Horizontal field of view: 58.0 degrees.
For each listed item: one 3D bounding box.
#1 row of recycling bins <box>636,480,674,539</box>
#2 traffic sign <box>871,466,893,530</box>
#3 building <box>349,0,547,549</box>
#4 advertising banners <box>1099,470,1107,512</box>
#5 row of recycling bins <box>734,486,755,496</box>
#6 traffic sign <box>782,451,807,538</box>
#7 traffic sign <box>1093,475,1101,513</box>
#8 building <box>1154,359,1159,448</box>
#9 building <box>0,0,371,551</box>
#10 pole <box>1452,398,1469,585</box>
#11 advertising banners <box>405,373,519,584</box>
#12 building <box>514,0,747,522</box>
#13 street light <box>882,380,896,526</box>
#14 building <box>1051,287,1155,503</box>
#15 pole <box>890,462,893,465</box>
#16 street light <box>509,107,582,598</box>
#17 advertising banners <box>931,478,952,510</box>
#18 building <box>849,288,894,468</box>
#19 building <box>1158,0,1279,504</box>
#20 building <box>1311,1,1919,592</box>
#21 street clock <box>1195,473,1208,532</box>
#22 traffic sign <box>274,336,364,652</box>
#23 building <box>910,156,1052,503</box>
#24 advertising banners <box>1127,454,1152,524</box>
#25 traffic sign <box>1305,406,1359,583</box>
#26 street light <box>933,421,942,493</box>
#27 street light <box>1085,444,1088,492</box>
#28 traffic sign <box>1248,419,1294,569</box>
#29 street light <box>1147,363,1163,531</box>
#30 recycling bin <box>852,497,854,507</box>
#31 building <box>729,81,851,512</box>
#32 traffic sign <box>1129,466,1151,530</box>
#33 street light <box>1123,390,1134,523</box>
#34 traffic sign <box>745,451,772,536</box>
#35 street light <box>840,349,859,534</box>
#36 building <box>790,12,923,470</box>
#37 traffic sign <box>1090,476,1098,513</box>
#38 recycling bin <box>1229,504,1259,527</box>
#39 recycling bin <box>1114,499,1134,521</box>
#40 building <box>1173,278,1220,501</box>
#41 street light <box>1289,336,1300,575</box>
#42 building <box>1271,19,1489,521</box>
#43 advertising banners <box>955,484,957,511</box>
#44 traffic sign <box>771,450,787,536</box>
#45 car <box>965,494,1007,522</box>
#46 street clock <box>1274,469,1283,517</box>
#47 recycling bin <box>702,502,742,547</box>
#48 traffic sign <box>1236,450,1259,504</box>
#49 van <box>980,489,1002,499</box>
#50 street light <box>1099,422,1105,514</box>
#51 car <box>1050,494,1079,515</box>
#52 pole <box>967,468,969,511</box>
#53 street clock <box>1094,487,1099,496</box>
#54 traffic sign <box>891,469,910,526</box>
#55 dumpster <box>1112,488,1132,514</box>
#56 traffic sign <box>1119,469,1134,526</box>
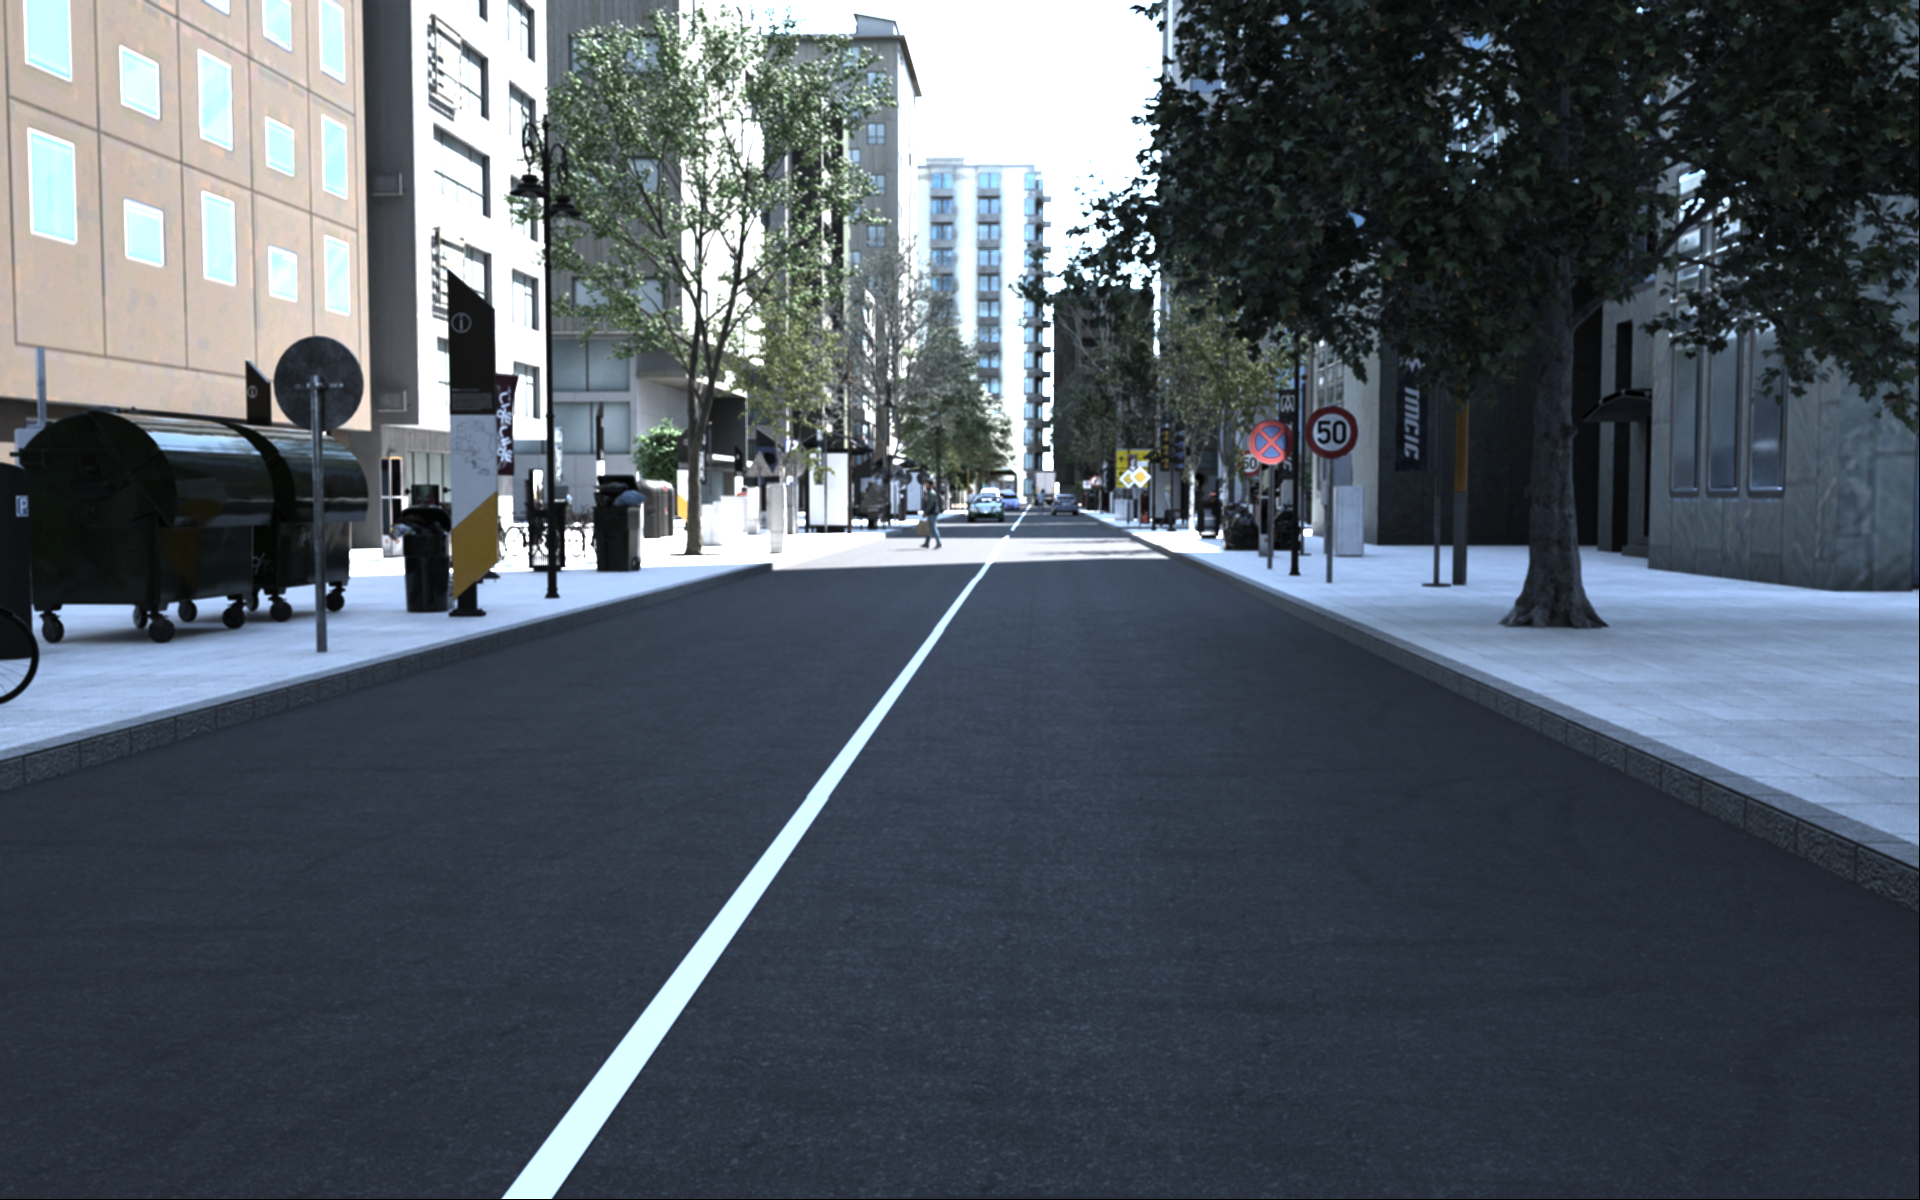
[{"bbox_3d":[-9.062,-2.673,50.813,1.069,1.692,3.534,0,4,-1],"label":"row of recycling bins"},{"bbox_3d":[-2.780,-3.573,62.055,0.795,2.450,0.064,0,4,3],"label":"traffic sign"},{"bbox_3d":[-19.106,-22.177,46.196,14.086,41.232,14.154,0,4,3],"label":"building"},{"bbox_3d":[10.465,-7.854,124.597,0.090,3.025,2.074,2,4,30],"label":"advertising banners"},{"bbox_3d":[-14.055,-6.282,109.821,3.534,1.692,1.069,1,4,14],"label":"row of recycling bins"},{"bbox_3d":[-4.859,-3.093,50.679,0.768,2.556,0.104,0,4,4],"label":"traffic sign"},{"bbox_3d":[9.303,-7.061,115.456,0.884,2.594,0.081,1,4,12],"label":"traffic sign"},{"bbox_3d":[41.674,-24.646,248.000,28.899,21.520,27.650,0,4,3],"label":"building"},{"bbox_3d":[-20.506,-23.303,31.109,14.600,45.320,14.200,0,4,3],"label":"building"},{"bbox_3d":[7.065,-1.869,24.400,0.158,3.312,0.155,0,3,0],"label":"pole"},{"bbox_3d":[-7.014,-1.736,24.579,0.090,3.025,2.074,2,4,33],"label":"advertising banners"},{"bbox_3d":[-25.357,-30.685,90.942,28.713,52.752,27.495,0,4,3],"label":"building"},{"bbox_3d":[-2.875,-5.964,70.295,0.468,5.910,1.993,0,4,3],"label":"street light"},{"bbox_3d":[19.932,-28.823,242.949,14.107,30.474,14.160,0,4,3],"label":"building"},{"bbox_3d":[-4.207,-6.897,106.614,0.158,3.312,0.155,0,3,0],"label":"pole"},{"bbox_3d":[-5.037,-2.963,21.226,0.468,5.910,1.993,0,4,3],"label":"street light"},{"bbox_3d":[-1.489,-8.851,140.908,2.074,3.025,0.090,2,4,28],"label":"advertising banners"},{"bbox_3d":[-21.116,-19.306,160.686,27.650,21.520,28.899,0,4,3],"label":"building"},{"bbox_3d":[30.387,-38.535,172.052,21.231,58.520,28.212,0,4,3],"label":"building"},{"bbox_3d":[21.363,-44.191,35.200,22.319,86.520,31.000,0,4,3],"label":"building"},{"bbox_3d":[8.232,-3.345,59.260,0.358,2.002,0.471,-3,5,-43],"label":"street clock"},{"bbox_3d":[-5.188,-0.850,14.004,0.768,2.556,0.104,0,4,8],"label":"traffic sign"},{"bbox_3d":[-2.106,-38.449,248.250,30.456,49.044,23.786,0,4,3],"label":"building"},{"bbox_3d":[8.095,-4.843,75.365,2.074,3.025,0.090,3,5,43],"label":"advertising banners"},{"bbox_3d":[5.353,-1.524,25.029,0.768,2.556,0.104,0,4,4],"label":"traffic sign"},{"bbox_3d":[-1.344,-8.005,103.673,0.468,5.910,1.993,0,4,3],"label":"street light"},{"bbox_3d":[10.624,-10.488,144.259,0.468,5.910,1.993,0,4,3],"label":"street light"},{"bbox_3d":[5.326,-1.810,29.699,0.768,2.556,0.104,1,4,9],"label":"traffic sign"},{"bbox_3d":[6.799,-5.371,60.611,0.468,5.910,1.993,0,4,3],"label":"street light"},{"bbox_3d":[-8.207,-7.450,134.359,0.722,1.027,0.722,2,4,26],"label":"recycling bin"},{"bbox_3d":[-15.494,-21.486,123.001,14.160,30.474,14.107,0,4,3],"label":"building"},{"bbox_3d":[6.404,-3.546,61.620,0.795,2.450,0.064,0,4,3],"label":"traffic sign"},{"bbox_3d":[7.537,-6.393,77.314,0.468,5.910,1.993,0,4,3],"label":"street light"},{"bbox_3d":[-6.067,-3.204,52.386,0.884,2.594,0.081,0,4,7],"label":"traffic sign"},{"bbox_3d":[-3.534,-5.040,55.184,0.468,5.910,1.993,0,4,3],"label":"street light"},{"bbox_3d":[-18.855,-37.324,199.487,27.495,52.752,28.713,0,4,3],"label":"building"},{"bbox_3d":[9.321,-7.272,119.007,0.768,2.556,0.104,0,4,4],"label":"traffic sign"},{"bbox_3d":[7.302,-1.920,43.939,0.722,1.027,0.722,3,5,39],"label":"recycling bin"},{"bbox_3d":[7.993,-4.389,84.309,0.722,1.027,0.722,3,5,39],"label":"recycling bin"},{"bbox_3d":[25.595,-23.223,151.399,14.160,30.474,14.107,0,4,3],"label":"building"},{"bbox_3d":[5.297,-3.330,27.231,0.468,5.910,1.993,0,4,3],"label":"street light"},{"bbox_3d":[23.169,-26.499,83.373,14.200,45.320,14.600,0,4,3],"label":"building"},{"bbox_3d":[-0.299,-8.185,130.014,0.090,3.025,2.074,0,4,1],"label":"advertising banners"},{"bbox_3d":[-5.189,-3.150,51.506,0.884,2.594,0.081,1,4,12],"label":"traffic sign"},{"bbox_3d":[1.368,-4.771,89.800,2.131,1.459,4.920,0,4,3],"label":"car"},{"bbox_3d":[9.277,-2.845,51.094,0.471,2.002,0.358,-1,4,-15],"label":"street clock"},{"bbox_3d":[-5.852,-1.838,42.603,0.722,1.027,0.722,3,4,37],"label":"recycling bin"},{"bbox_3d":[8.351,-3.055,50.052,0.768,2.556,0.104,0,4,8],"label":"traffic sign"},{"bbox_3d":[2.225,-7.573,130.823,2.013,2.044,4.112,0,4,4],"label":"van"},{"bbox_3d":[9.099,-8.446,110.880,0.468,5.910,1.993,0,4,3],"label":"street light"},{"bbox_3d":[7.144,-6.498,118.247,2.014,1.417,4.499,0,4,1],"label":"car"},{"bbox_3d":[0.638,-8.633,134.997,0.158,3.312,0.155,0,3,0],"label":"pole"},{"bbox_3d":[11.359,-8.538,144.167,0.358,2.002,0.471,-2,4,-31],"label":"street clock"},{"bbox_3d":[-2.418,-4.061,70.032,0.795,2.450,0.064,0,4,3],"label":"traffic sign"},{"bbox_3d":[10.566,-6.533,112.575,1.264,1.857,1.865,0,4,2],"label":"dumpster"},{"bbox_3d":[6.766,-4.034,69.597,0.795,2.450,0.064,0,4,3],"label":"traffic sign"}]
